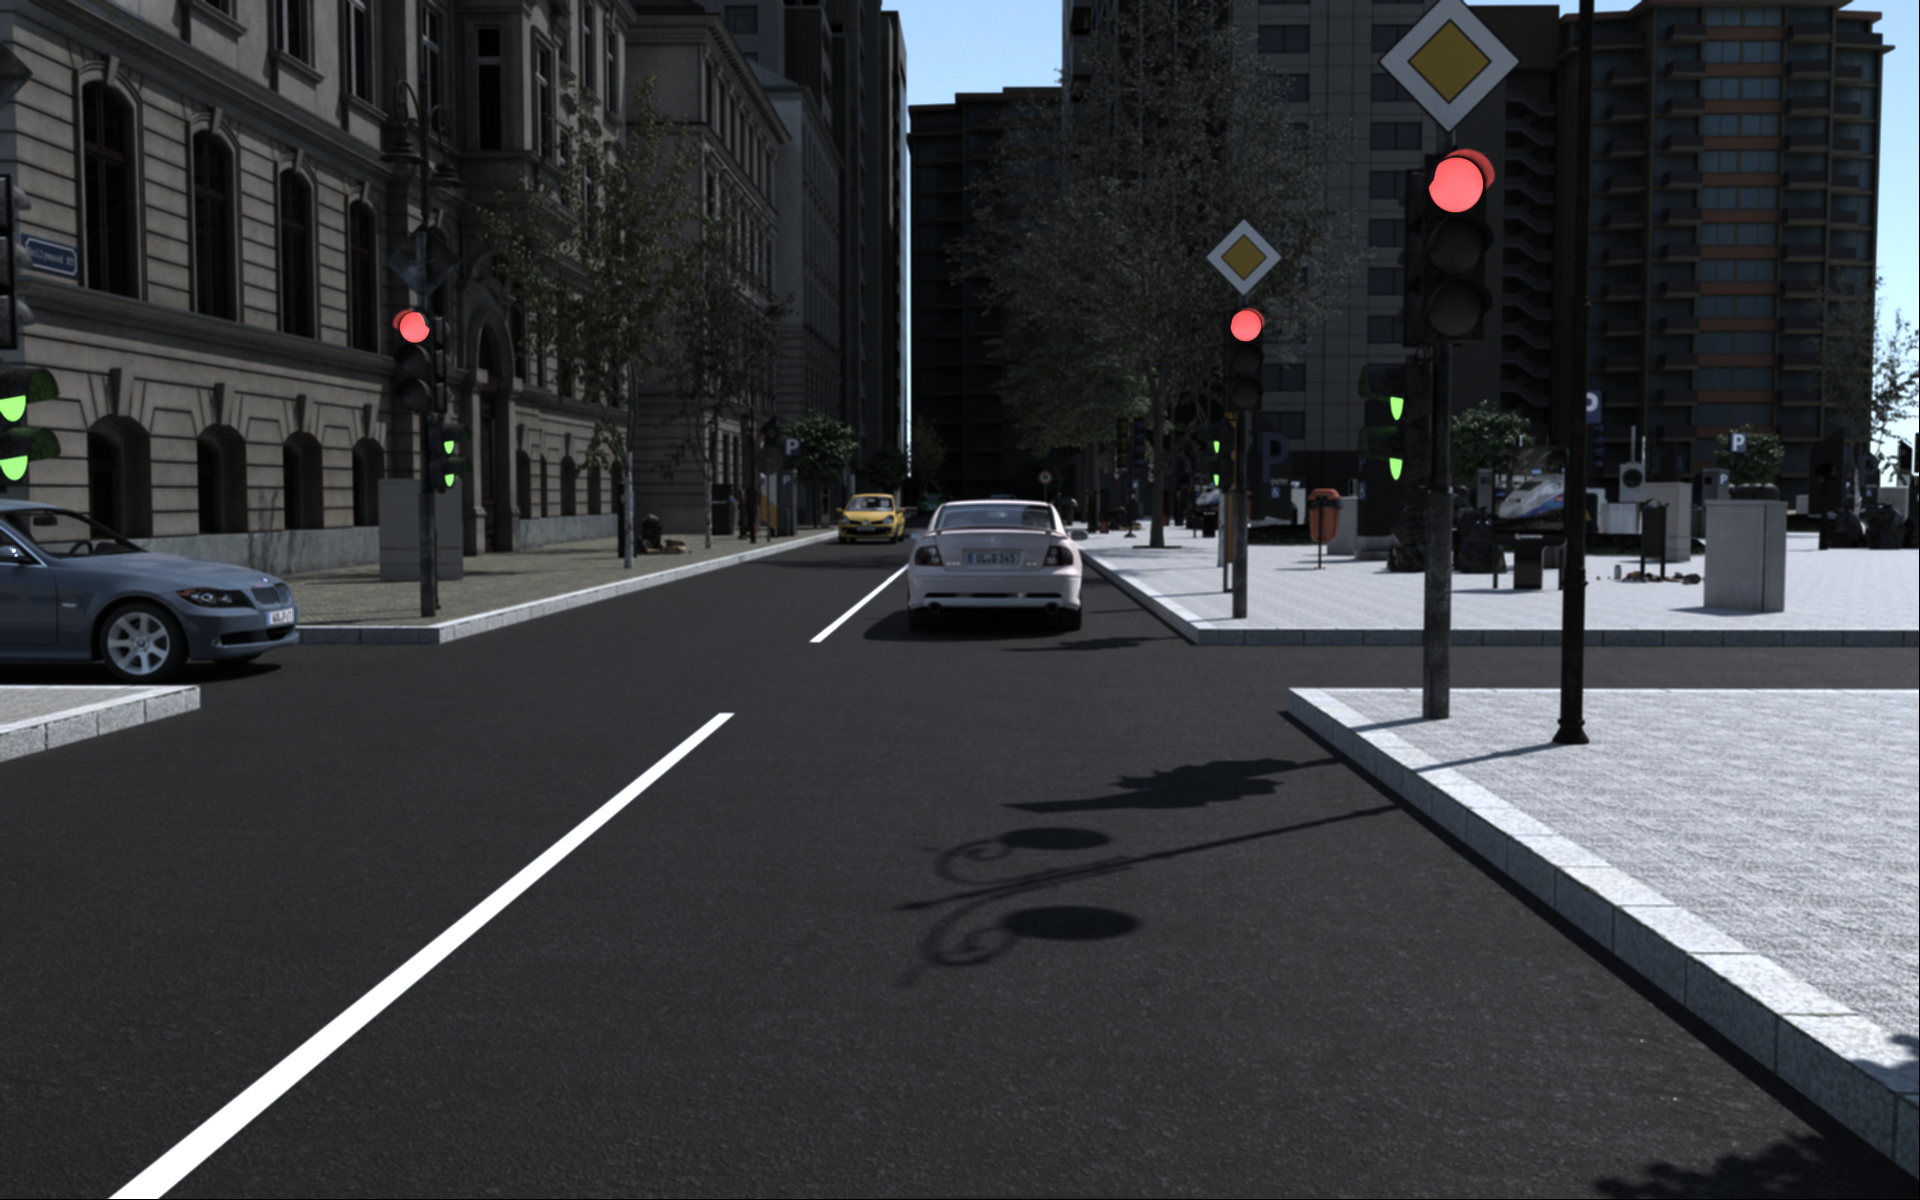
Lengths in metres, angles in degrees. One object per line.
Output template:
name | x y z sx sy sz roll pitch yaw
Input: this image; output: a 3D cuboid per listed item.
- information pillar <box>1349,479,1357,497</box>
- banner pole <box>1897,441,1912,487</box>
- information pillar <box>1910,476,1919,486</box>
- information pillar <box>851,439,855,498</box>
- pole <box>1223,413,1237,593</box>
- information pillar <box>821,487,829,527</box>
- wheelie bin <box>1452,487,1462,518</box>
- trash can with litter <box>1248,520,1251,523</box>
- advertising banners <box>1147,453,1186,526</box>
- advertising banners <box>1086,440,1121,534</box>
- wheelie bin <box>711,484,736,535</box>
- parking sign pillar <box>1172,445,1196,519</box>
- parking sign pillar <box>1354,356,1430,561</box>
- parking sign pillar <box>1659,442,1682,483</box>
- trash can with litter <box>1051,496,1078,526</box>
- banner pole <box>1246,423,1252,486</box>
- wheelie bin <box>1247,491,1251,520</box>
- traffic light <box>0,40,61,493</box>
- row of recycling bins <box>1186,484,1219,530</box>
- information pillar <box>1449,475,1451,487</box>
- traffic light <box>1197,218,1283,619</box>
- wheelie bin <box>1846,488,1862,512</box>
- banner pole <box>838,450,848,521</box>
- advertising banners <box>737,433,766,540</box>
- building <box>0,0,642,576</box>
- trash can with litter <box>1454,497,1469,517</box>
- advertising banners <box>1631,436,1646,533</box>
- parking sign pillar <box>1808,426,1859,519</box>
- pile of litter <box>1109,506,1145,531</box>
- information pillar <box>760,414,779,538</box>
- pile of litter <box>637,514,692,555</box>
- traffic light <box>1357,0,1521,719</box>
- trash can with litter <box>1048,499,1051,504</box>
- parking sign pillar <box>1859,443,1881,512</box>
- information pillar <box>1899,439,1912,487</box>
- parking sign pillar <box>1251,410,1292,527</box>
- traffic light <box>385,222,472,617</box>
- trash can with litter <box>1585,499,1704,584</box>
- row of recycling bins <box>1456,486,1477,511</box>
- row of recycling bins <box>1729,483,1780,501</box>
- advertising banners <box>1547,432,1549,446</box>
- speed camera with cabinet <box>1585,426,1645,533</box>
information pillar | 19.519 -4.989 86.057 0.304 2.012 0.304 -3 5 -43
banner pole | 44.265 -5.586 81.342 0.863 3.779 0.401 0 4 -1
information pillar | 38.085 -3.949 69.053 0.304 2.012 0.304 -1 4 -11
information pillar | -4.552 -5.034 73.661 0.183 3.616 0.504 0 4 8
pole | 3.526 -1.753 22.508 0.158 3.312 0.155 0 3 0
information pillar | -5.237 -3.833 67.169 0.304 2.012 0.304 -1 4 -13
wheelie bin | 23.403 -4.546 82.241 0.693 1.594 0.980 -1 4 -15
trash can with litter | 12.697 -3.965 75.882 2.233 1.210 1.678 1 4 20
advertising banners | 8.294 -4.512 69.952 0.090 3.025 2.074 -3 5 -44
advertising banners | 4.700 -3.689 56.509 0.090 3.025 2.074 -2 4 -28
wheelie bin | -7.433 -2.831 54.187 0.980 1.594 0.693 1 4 15
parking sign pillar | 11.879 -6.268 90.949 1.447 3.967 1.447 -2 4 -25
parking sign pillar | 8.494 -2.781 33.940 1.447 3.967 1.447 -1 4 -11
parking sign pillar | 37.259 -6.261 90.845 1.447 3.967 1.447 -1 4 -12
trash can with litter | 4.260 -3.557 69.542 0.624 1.170 1.055 2 4 25
banner pole | 10.132 -4.296 60.256 0.863 3.779 0.401 1 4 22
wheelie bin | 14.534 -4.714 84.983 0.693 1.594 0.980 -2 4 -28
traffic light | -5.698 -1.288 9.980 0.839 4.253 0.868 0 4 1
row of recycling bins | 9.188 -3.446 63.451 1.069 1.692 3.534 -1 4 -11
information pillar | 18.546 -3.767 66.077 0.304 2.012 0.304 0 4 8
traffic light | 2.875 -1.767 17.808 0.839 4.253 0.868 0 4 1
wheelie bin | 43.417 -4.668 84.227 0.693 1.594 0.980 3 5 41
banner pole | -5.184 -5.263 76.063 0.401 3.779 0.863 3 4 36
advertising banners | -5.892 -3.243 49.214 0.090 3.025 2.074 1 4 15
building | -15.682 -13.303 36.594 14.460 24.649 34.723 0 4 1
trash can with litter | 20.186 -3.558 69.555 0.624 1.170 1.055 0 4 8
advertising banners | 20.257 -3.398 51.745 0.090 3.025 2.074 2 4 32
parking sign pillar | 34.791 -4.951 69.423 1.447 3.967 1.447 -3 4 -39
pile of litter | 5.953 -2.895 61.292 1.719 0.858 1.176 -3 4 -36
information pillar | -5.617 -3.643 50.920 0.504 3.616 0.183 -2 4 -27
pile of litter | -6.385 -1.421 37.198 1.176 0.858 1.719 3 5 40
traffic light | 2.712 -1.279 9.825 0.839 4.253 0.868 0 4 1
trash can with litter | 4.655 -4.767 89.324 0.624 1.170 1.055 -3 4 -37
parking sign pillar | 45.096 -5.976 86.178 1.447 3.967 1.447 -1 4 -14
information pillar | 40.349 -5.053 73.973 0.504 3.616 0.183 1 4 20
parking sign pillar | 9.815 -4.044 54.590 1.447 3.967 1.447 -2 4 -30
traffic light | -5.535 -1.776 17.964 0.839 4.253 0.868 0 4 1
trash can with litter | 10.288 -0.874 25.354 1.678 1.210 2.233 -1 4 -12
row of recycling bins | 23.734 -4.680 83.636 3.534 1.692 1.069 0 4 -2
row of recycling bins | 31.181 -3.754 68.489 1.069 1.692 3.534 0 4 -6
advertising banners | 16.790 -3.268 49.622 0.090 3.025 2.074 1 4 17
speed camera with cabinet | 18.753 -3.418 50.215 2.038 3.252 0.660 1 4 19
